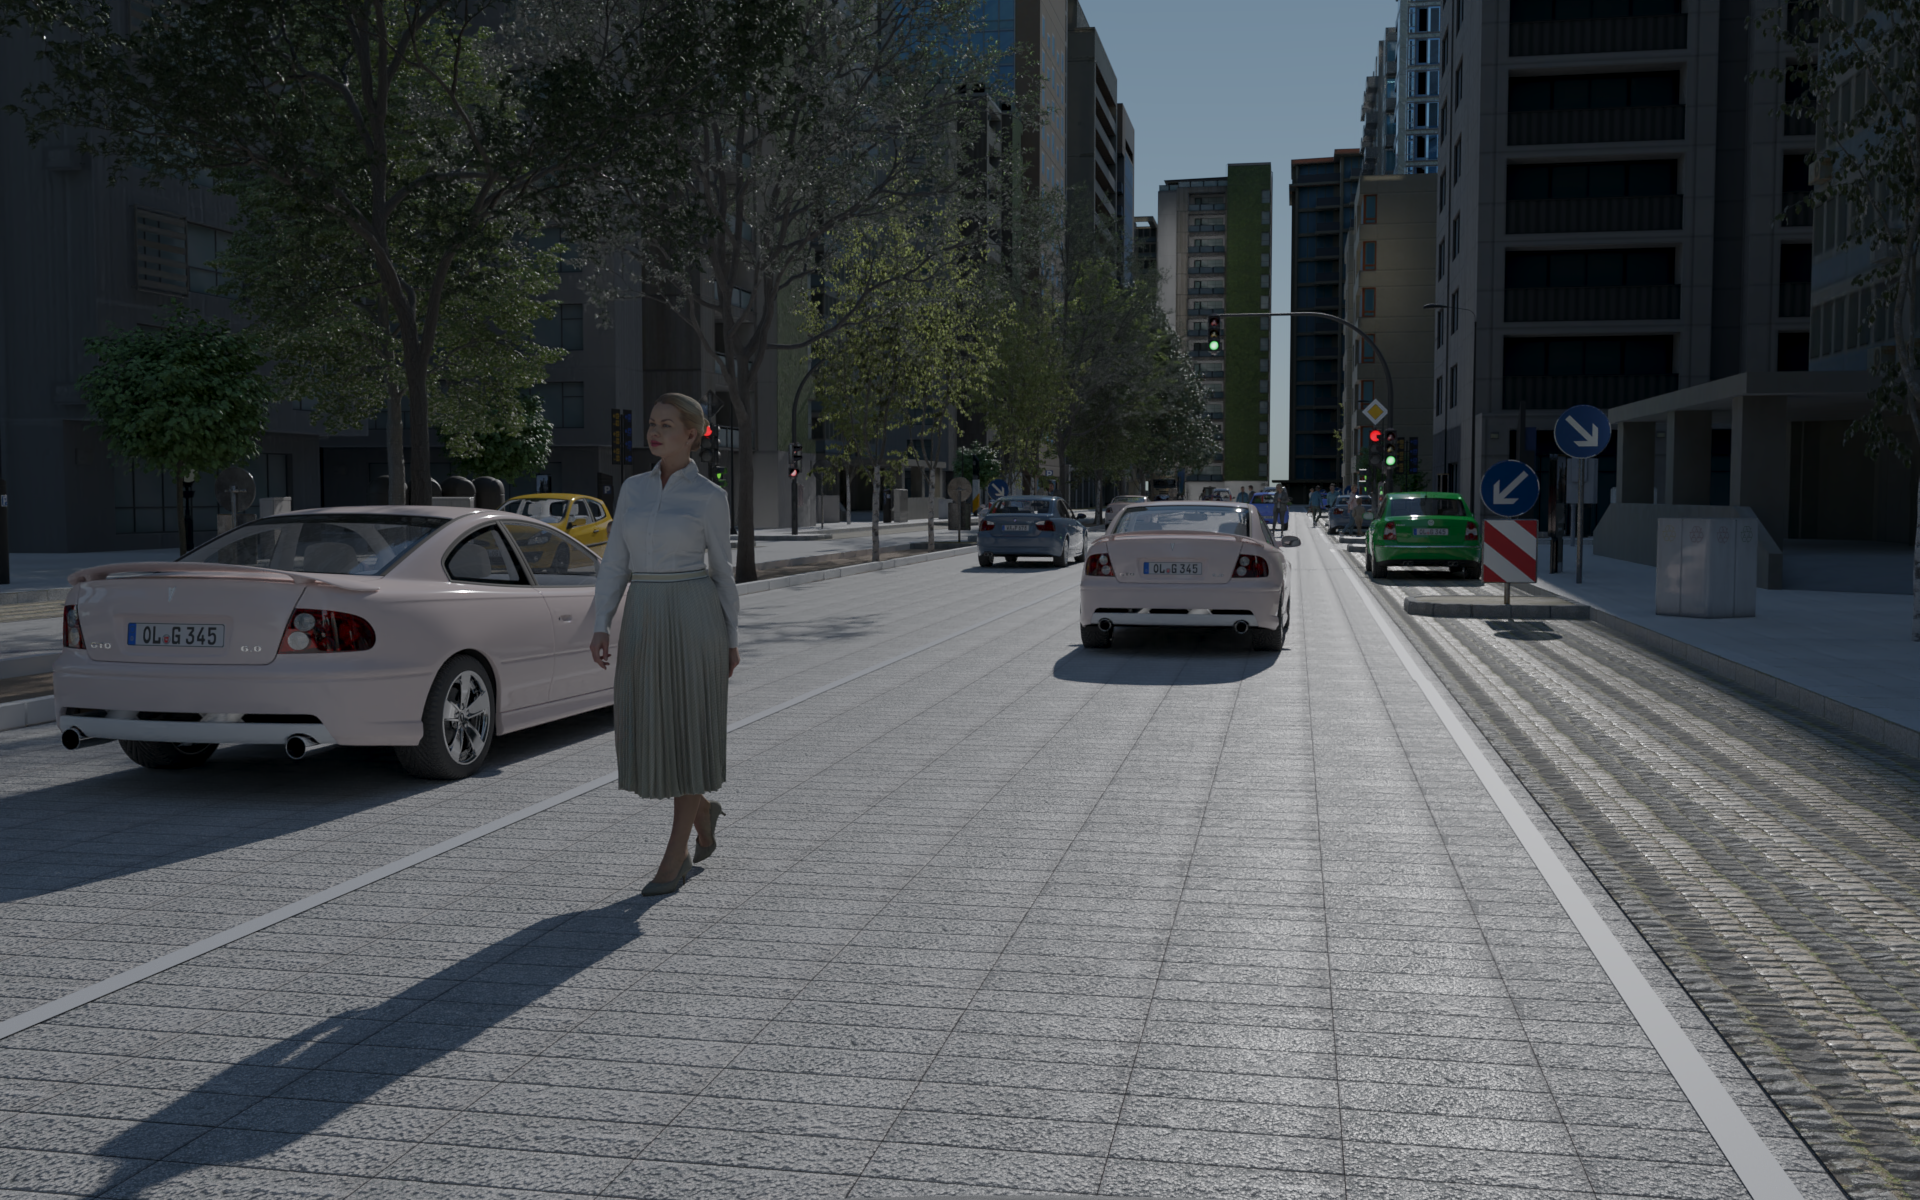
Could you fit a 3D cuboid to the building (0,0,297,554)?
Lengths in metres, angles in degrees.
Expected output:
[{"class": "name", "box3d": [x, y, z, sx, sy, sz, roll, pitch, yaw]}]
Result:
[{"class": "building", "box3d": [-23.853, -22.038, 43.916, 14.086, 41.232, 14.154, 1, 4, 11]}]

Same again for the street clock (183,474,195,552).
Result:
[{"class": "street clock", "box3d": [-17.226, -2.082, 38.619, 0.471, 2.002, 0.358, -3, 5, -41]}]

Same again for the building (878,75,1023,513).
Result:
[{"class": "building", "box3d": [-3.556, -21.490, 123.069, 14.160, 30.474, 14.107, 1, 4, 11]}]

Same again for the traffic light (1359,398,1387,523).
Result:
[{"class": "traffic light", "box3d": [12.176, -3.793, 50.943, 0.839, 4.253, 0.868, 1, 4, 11]}]

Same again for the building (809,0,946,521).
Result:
[{"class": "building", "box3d": [-17.615, -24.405, 90.905, 32.217, 40.220, 23.993, 1, 4, 11]}]

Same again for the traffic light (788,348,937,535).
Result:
[{"class": "traffic light", "box3d": [-3.100, -4.846, 53.898, 4.771, 5.953, 1.251, 1, 4, 11]}]

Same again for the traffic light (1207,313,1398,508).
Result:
[{"class": "traffic light", "box3d": [8.593, -4.201, 43.356, 4.771, 5.953, 1.251, 1, 4, 11]}]

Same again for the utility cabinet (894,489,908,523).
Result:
[{"class": "utility cabinet", "box3d": [-2.623, -4.192, 77.214, 0.318, 1.500, 1.173, 1, 4, 16]}]

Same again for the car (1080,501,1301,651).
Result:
[{"class": "car", "box3d": [2.333, -0.302, 17.297, 2.083, 1.381, 4.827, 1, 4, 12]}]

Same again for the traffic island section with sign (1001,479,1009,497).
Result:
[{"class": "traffic island section with sign", "box3d": [1.276, -2.732, 52.806, 2.006, 1.907, 1.989, 1, 4, 11]}]

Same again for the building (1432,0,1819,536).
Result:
[{"class": "building", "box3d": [27.734, -37.914, 58.151, 20.611, 71.187, 20.563, 1, 4, 11]}]

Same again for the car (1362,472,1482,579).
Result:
[{"class": "car", "box3d": [8.104, -1.326, 30.476, 1.959, 1.807, 4.718, 1, 4, 11]}]

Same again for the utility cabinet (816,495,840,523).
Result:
[{"class": "utility cabinet", "box3d": [-5.885, -4.031, 77.067, 1.020, 1.237, 0.306, -2, 4, -24]}]

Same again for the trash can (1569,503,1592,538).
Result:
[{"class": "trash can", "box3d": [18.262, -2.405, 50.976, 0.748, 1.137, 0.748, 0, 3, 0]}]

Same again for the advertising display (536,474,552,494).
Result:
[{"class": "advertising display", "box3d": [-13.309, -3.069, 55.398, 0.123, 1.923, 0.974, -3, 4, -37]}]

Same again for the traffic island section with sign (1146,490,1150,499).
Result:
[{"class": "traffic island section with sign", "box3d": [19.513, -10.532, 180.826, 1.989, 1.847, 2.006, 1, 4, 11]}]

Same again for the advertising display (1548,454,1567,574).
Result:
[{"class": "advertising display", "box3d": [9.721, -1.405, 28.182, 0.123, 1.923, 0.974, 2, 4, 28]}]

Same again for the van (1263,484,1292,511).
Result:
[{"class": "van", "box3d": [17.971, -5.628, 99.026, 2.013, 2.044, 4.112, 1, 4, 9]}]

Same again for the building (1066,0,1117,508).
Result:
[{"class": "building", "box3d": [4.167, -33.771, 175.862, 21.300, 48.544, 21.600, 1, 4, 11]}]

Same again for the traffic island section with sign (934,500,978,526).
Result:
[{"class": "traffic island section with sign", "box3d": [-0.076, -4.317, 79.214, 1.989, 1.847, 2.006, 1, 4, 11]}]

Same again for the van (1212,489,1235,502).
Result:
[{"class": "van", "box3d": [20.035, -7.677, 132.533, 2.013, 2.044, 4.112, 1, 4, 10]}]

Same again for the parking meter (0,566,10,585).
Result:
[{"class": "parking meter", "box3d": [-13.720, -0.989, 24.578, 0.372, 1.533, 0.369, 0, 3, 0]}]

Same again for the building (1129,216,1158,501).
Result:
[{"class": "building", "box3d": [14.868, -32.874, 229.373, 23.993, 40.220, 32.217, 1, 4, 11]}]

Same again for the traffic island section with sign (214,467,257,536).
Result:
[{"class": "traffic island section with sign", "box3d": [-10.620, -0.974, 24.556, 1.989, 1.847, 2.006, 1, 4, 11]}]

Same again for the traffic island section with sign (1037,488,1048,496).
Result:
[{"class": "traffic island section with sign", "box3d": [5.022, -5.936, 105.685, 1.989, 1.847, 2.006, 1, 4, 11]}]

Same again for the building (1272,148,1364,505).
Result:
[{"class": "building", "box3d": [54.009, -34.379, 216.722, 28.867, 44.769, 22.147, 1, 4, 11]}]

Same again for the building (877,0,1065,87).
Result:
[{"class": "building", "box3d": [0.462, -29.742, 136.390, 14.600, 45.320, 14.200, 1, 4, 11]}]

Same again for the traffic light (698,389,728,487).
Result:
[{"class": "traffic light", "box3d": [-6.682, -3.517, 46.418, 0.839, 4.253, 0.868, 1, 4, 11]}]

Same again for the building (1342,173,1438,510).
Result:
[{"class": "building", "box3d": [37.968, -15.950, 105.822, 27.650, 21.520, 28.899, 1, 4, 11]}]

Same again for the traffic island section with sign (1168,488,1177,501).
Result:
[{"class": "traffic island section with sign", "box3d": [15.495, -7.245, 126.592, 2.006, 1.907, 1.989, 1, 4, 11]}]

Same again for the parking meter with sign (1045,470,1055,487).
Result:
[{"class": "parking meter with sign", "box3d": [6.639, -7.976, 126.669, 0.543, 3.016, 1.738, 0, 4, -6]}]

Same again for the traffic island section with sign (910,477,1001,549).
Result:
[{"class": "traffic island section with sign", "box3d": [-0.136, -2.287, 45.534, 2.006, 1.907, 1.989, 1, 4, 11]}]

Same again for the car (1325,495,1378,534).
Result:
[{"class": "car", "box3d": [14.270, -3.110, 62.850, 2.014, 1.417, 4.499, 1, 4, 11]}]

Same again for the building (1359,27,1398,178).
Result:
[{"class": "building", "box3d": [53.042, -34.276, 180.018, 23.786, 49.044, 30.456, 1, 4, 11]}]

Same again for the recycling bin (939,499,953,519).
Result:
[{"class": "recycling bin", "box3d": [-0.674, -4.670, 88.902, 0.722, 1.027, 0.722, 1, 4, 14]}]

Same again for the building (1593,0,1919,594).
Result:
[{"class": "building", "box3d": [27.963, -20.421, 25.758, 32.217, 40.220, 23.993, 1, 4, 11]}]

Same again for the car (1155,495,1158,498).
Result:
[{"class": "car", "box3d": [19.291, -9.296, 164.350, 2.083, 1.381, 4.827, 1, 4, 12]}]

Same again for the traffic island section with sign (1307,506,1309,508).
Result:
[{"class": "traffic island section with sign", "box3d": [31.498, -8.706, 150.967, 1.989, 1.847, 2.006, 1, 4, 11]}]

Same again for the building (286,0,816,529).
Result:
[{"class": "building", "box3d": [-13.949, -23.186, 62.686, 14.154, 41.232, 14.086, 1, 4, 11]}]

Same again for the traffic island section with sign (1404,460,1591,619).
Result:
[{"class": "traffic island section with sign", "box3d": [6.396, -0.746, 20.817, 1.989, 1.847, 2.006, 1, 4, 11]}]

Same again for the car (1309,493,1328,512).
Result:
[{"class": "car", "box3d": [28.451, -7.750, 136.302, 1.945, 1.707, 3.694, 1, 4, 9]}]

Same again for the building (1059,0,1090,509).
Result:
[{"class": "building", "box3d": [0.981, -43.766, 153.825, 20.563, 71.187, 20.611, 1, 4, 11]}]

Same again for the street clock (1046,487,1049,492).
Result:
[{"class": "street clock", "box3d": [6.175, -7.178, 121.924, 0.471, 2.002, 0.358, -2, 4, -33]}]

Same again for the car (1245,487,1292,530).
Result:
[{"class": "car", "box3d": [12.461, -3.703, 70.128, 1.945, 1.707, 3.694, 1, 4, 11]}]

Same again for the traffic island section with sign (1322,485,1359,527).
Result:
[{"class": "traffic island section with sign", "box3d": [16.984, -4.106, 75.759, 1.989, 1.847, 2.006, 1, 4, 11]}]

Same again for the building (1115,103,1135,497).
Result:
[{"class": "building", "box3d": [11.922, -33.396, 196.128, 14.200, 45.320, 14.600, 1, 4, 11]}]

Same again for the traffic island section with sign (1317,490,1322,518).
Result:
[{"class": "traffic island section with sign", "box3d": [22.095, -5.725, 102.227, 1.989, 1.847, 2.006, 1, 4, 11]}]

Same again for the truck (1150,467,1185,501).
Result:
[{"class": "truck", "box3d": [21.116, -11.410, 175.463, 2.839, 4.237, 11.283, 1, 4, 12]}]

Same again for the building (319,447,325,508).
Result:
[{"class": "building", "box3d": [-28.328, -25.393, 65.294, 14.200, 45.320, 14.600, 1, 4, 11]}]

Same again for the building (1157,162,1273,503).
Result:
[{"class": "building", "box3d": [31.902, -32.632, 217.132, 14.086, 41.232, 14.154, 1, 4, 11]}]

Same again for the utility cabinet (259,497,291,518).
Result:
[{"class": "utility cabinet", "box3d": [-13.680, -1.434, 34.610, 0.306, 1.237, 1.020, 0, 4, -3]}]

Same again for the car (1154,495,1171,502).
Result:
[{"class": "car", "box3d": [18.443, -8.838, 157.082, 1.945, 1.354, 3.894, 1, 4, 12]}]

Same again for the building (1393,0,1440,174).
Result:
[{"class": "building", "box3d": [46.488, -51.115, 148.407, 22.319, 86.520, 31.000, 1, 4, 11]}]

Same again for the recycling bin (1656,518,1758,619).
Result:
[{"class": "recycling bin", "box3d": [7.847, -0.346, 18.210, 0.722, 1.027, 0.722, -2, 4, -25]}]

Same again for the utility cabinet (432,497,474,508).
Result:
[{"class": "utility cabinet", "box3d": [-10.939, -1.585, 37.070, 1.020, 1.237, 0.306, 0, 4, 4]}]
